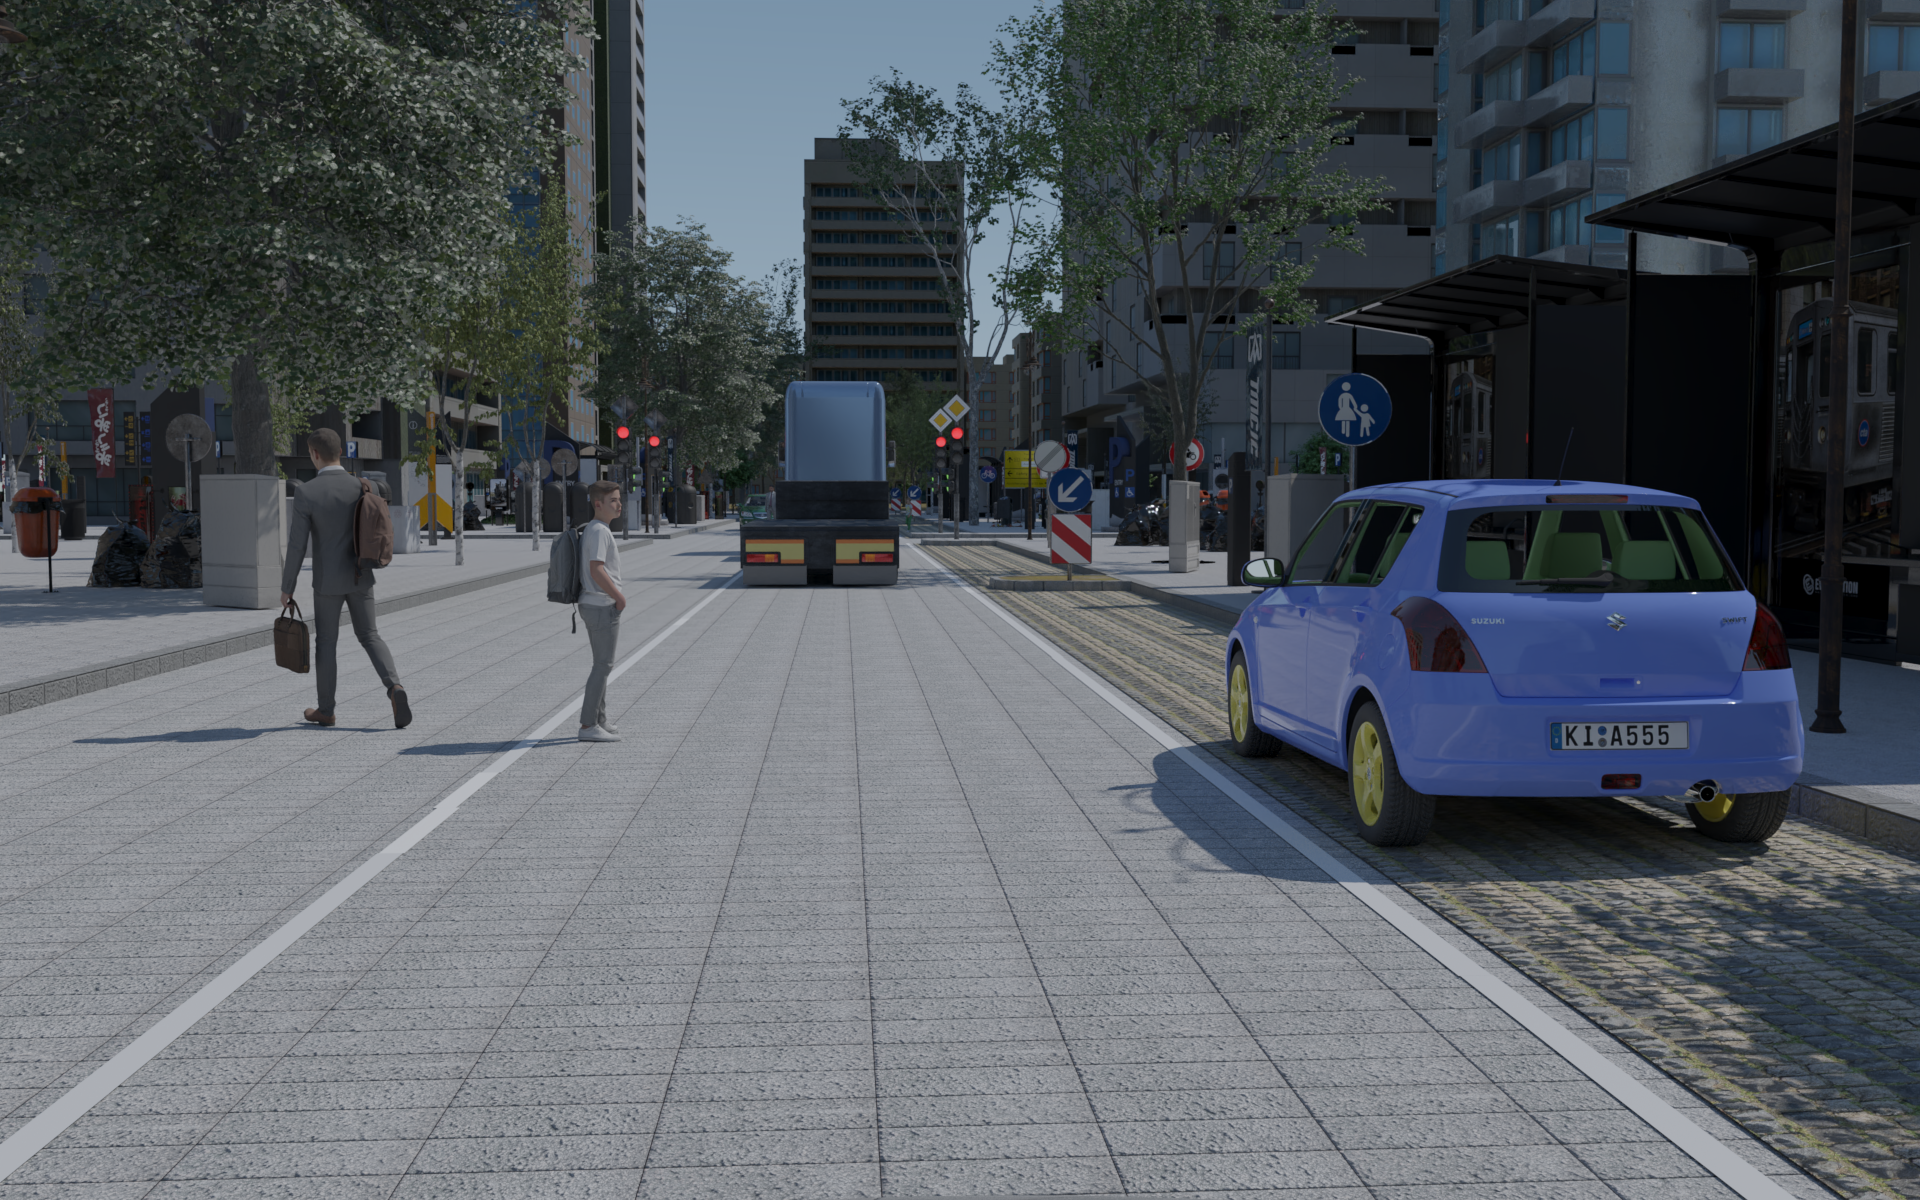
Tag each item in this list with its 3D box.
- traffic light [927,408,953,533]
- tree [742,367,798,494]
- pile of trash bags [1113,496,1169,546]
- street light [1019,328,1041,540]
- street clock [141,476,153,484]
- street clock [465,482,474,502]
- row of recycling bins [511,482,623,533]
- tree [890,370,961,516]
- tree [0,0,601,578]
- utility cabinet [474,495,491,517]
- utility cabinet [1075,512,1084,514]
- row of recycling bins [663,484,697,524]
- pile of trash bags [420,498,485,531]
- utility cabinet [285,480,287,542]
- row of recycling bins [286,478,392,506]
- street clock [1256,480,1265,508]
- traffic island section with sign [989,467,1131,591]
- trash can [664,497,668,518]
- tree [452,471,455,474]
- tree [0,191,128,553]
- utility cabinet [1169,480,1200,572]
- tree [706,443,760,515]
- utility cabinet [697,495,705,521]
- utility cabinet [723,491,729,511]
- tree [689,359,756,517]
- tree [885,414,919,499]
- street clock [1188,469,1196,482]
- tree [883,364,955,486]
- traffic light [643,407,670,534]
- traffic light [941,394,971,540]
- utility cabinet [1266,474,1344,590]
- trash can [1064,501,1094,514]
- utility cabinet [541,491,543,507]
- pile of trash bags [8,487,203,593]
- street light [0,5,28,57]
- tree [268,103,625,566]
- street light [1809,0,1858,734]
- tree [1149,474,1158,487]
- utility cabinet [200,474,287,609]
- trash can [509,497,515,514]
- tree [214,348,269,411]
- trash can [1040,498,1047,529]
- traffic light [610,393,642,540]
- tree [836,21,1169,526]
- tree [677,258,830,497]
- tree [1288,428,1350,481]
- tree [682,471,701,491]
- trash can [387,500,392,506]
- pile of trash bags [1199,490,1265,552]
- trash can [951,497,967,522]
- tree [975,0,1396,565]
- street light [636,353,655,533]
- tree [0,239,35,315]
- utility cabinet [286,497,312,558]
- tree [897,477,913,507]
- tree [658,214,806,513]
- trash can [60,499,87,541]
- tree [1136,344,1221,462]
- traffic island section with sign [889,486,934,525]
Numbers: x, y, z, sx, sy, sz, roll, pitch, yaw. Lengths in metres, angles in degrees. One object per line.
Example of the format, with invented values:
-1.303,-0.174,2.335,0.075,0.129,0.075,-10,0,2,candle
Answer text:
-0.658,-4.151,56.784,0.839,4.253,0.868,0,4,-4,traffic light
-17.264,-14.776,151.965,12.009,13.543,11.850,0,3,0,tree
5.410,-2.083,43.806,1.912,1.369,3.447,2,4,34,pile of trash bags
1.953,-4.618,48.295,0.468,5.910,1.993,0,4,-4,street light
-31.981,-3.894,68.239,0.471,2.002,0.358,1,4,9,street clock
-29.485,-6.095,104.219,0.471,2.002,0.358,-3,4,-37,street clock
-13.169,-3.133,58.335,3.534,1.692,1.069,-1,4,-12,row of recycling bins
-1.897,-9.290,102.254,4.737,8.622,4.395,0,3,0,tree
-8.762,-7.010,21.265,9.857,13.997,8.962,0,3,0,tree
-27.244,-5.370,98.960,1.020,1.237,0.306,1,4,13,utility cabinet
4.806,-3.703,71.702,0.306,1.237,1.020,2,4,33,utility cabinet
-11.991,-4.148,74.937,1.069,1.692,3.534,-1,4,-17,row of recycling bins
-18.275,-3.131,60.939,3.447,1.369,1.912,3,5,42,pile of trash bags
-10.981,-1.097,26.615,1.173,1.500,0.318,0,4,6,utility cabinet
-16.621,-2.377,45.975,3.534,1.692,1.069,1,4,20,row of recycling bins
15.753,-5.275,90.813,0.471,2.002,0.358,3,5,45,street clock
1.471,-1.080,26.292,1.989,1.847,2.006,0,4,-4,traffic island section with sign
-15.548,-4.979,93.065,0.748,1.137,0.748,0,3,0,trash can
-24.038,-5.213,79.837,1.663,3.219,1.824,0,3,0,tree
-20.304,-5.326,37.443,4.360,8.622,3.978,0,3,0,tree
3.719,-1.217,28.584,0.318,1.500,1.173,1,4,18,utility cabinet
-14.261,-7.603,108.021,4.285,4.588,4.351,0,3,0,tree
-12.617,-4.348,82.250,1.020,1.237,0.306,2,4,28,utility cabinet
-17.336,-7.322,128.391,0.318,1.500,1.173,0,4,-2,utility cabinet
-12.955,-8.641,91.649,4.360,8.622,3.978,0,3,0,tree
-7.691,-17.792,209.021,7.486,12.596,7.792,0,3,0,tree
5.140,-2.089,38.732,0.358,2.002,0.471,0,4,1,street clock
-3.358,-11.567,123.540,8.767,10.594,7.601,-3,5,-44,tree
-9.847,-4.112,56.145,0.839,4.253,0.868,0,4,-4,traffic light
-0.116,-3.663,48.818,0.839,4.253,0.868,0,4,-4,traffic light
3.841,-0.650,19.302,0.318,1.500,1.173,3,5,41,utility cabinet
2.628,-1.642,38.498,0.748,1.137,0.748,0,3,0,trash can
-27.525,-6.385,113.079,1.173,1.500,0.318,1,4,13,utility cabinet
-11.281,-0.861,23.823,1.912,1.369,3.447,2,4,32,pile of trash bags
-7.395,-2.444,12.741,0.468,5.910,1.993,0,4,-4,street light
-8.916,-4.938,31.104,4.737,8.622,4.395,0,3,0,tree
4.689,-2.226,9.179,0.468,5.910,1.993,0,4,-4,street light
9.134,-5.769,88.918,1.663,3.219,1.824,0,3,0,tree
-8.099,-0.663,19.522,1.173,1.500,0.318,3,4,38,utility cabinet
-20.503,-4.187,80.106,0.748,1.137,0.748,0,3,0,trash can
-26.305,-7.057,65.739,4.737,8.622,4.395,0,3,0,tree
3.314,-3.201,63.988,0.748,1.137,0.748,0,3,0,trash can
-9.304,-3.624,48.178,0.839,4.253,0.868,0,4,-4,traffic light
1.830,-13.039,69.078,12.611,20.169,13.585,0,3,0,tree
-15.372,-17.240,137.761,12.611,20.169,13.585,0,3,0,tree
17.215,-5.972,81.348,4.285,4.588,4.351,0,3,0,tree
-19.889,-8.152,127.881,1.663,3.219,1.824,0,3,0,tree
-13.383,-1.711,39.633,0.748,1.137,0.748,0,3,0,trash can
6.322,-1.845,39.925,1.912,1.369,3.447,0,4,-2,pile of trash bags
-0.066,-4.678,88.146,0.748,1.137,0.748,0,3,0,trash can
4.138,-6.493,31.910,9.928,11.665,9.643,0,3,0,tree
-10.315,-5.146,56.924,0.468,5.910,1.993,0,4,-4,street light
-17.808,-4.775,28.433,4.737,8.622,4.395,0,3,0,tree
-13.493,-1.437,34.658,1.020,1.237,0.306,-2,4,-24,utility cabinet
-5.519,-10.962,173.824,1.663,3.219,1.824,0,3,0,tree
-12.845,-10.544,79.047,9.857,13.997,8.962,0,3,0,tree
-24.532,-2.215,47.875,0.748,1.137,0.748,0,3,0,trash can
10.807,-8.178,84.081,4.360,8.622,3.978,0,3,0,tree
-2.279,-4.454,81.444,1.989,1.847,2.006,0,4,-4,traffic island section with sign
